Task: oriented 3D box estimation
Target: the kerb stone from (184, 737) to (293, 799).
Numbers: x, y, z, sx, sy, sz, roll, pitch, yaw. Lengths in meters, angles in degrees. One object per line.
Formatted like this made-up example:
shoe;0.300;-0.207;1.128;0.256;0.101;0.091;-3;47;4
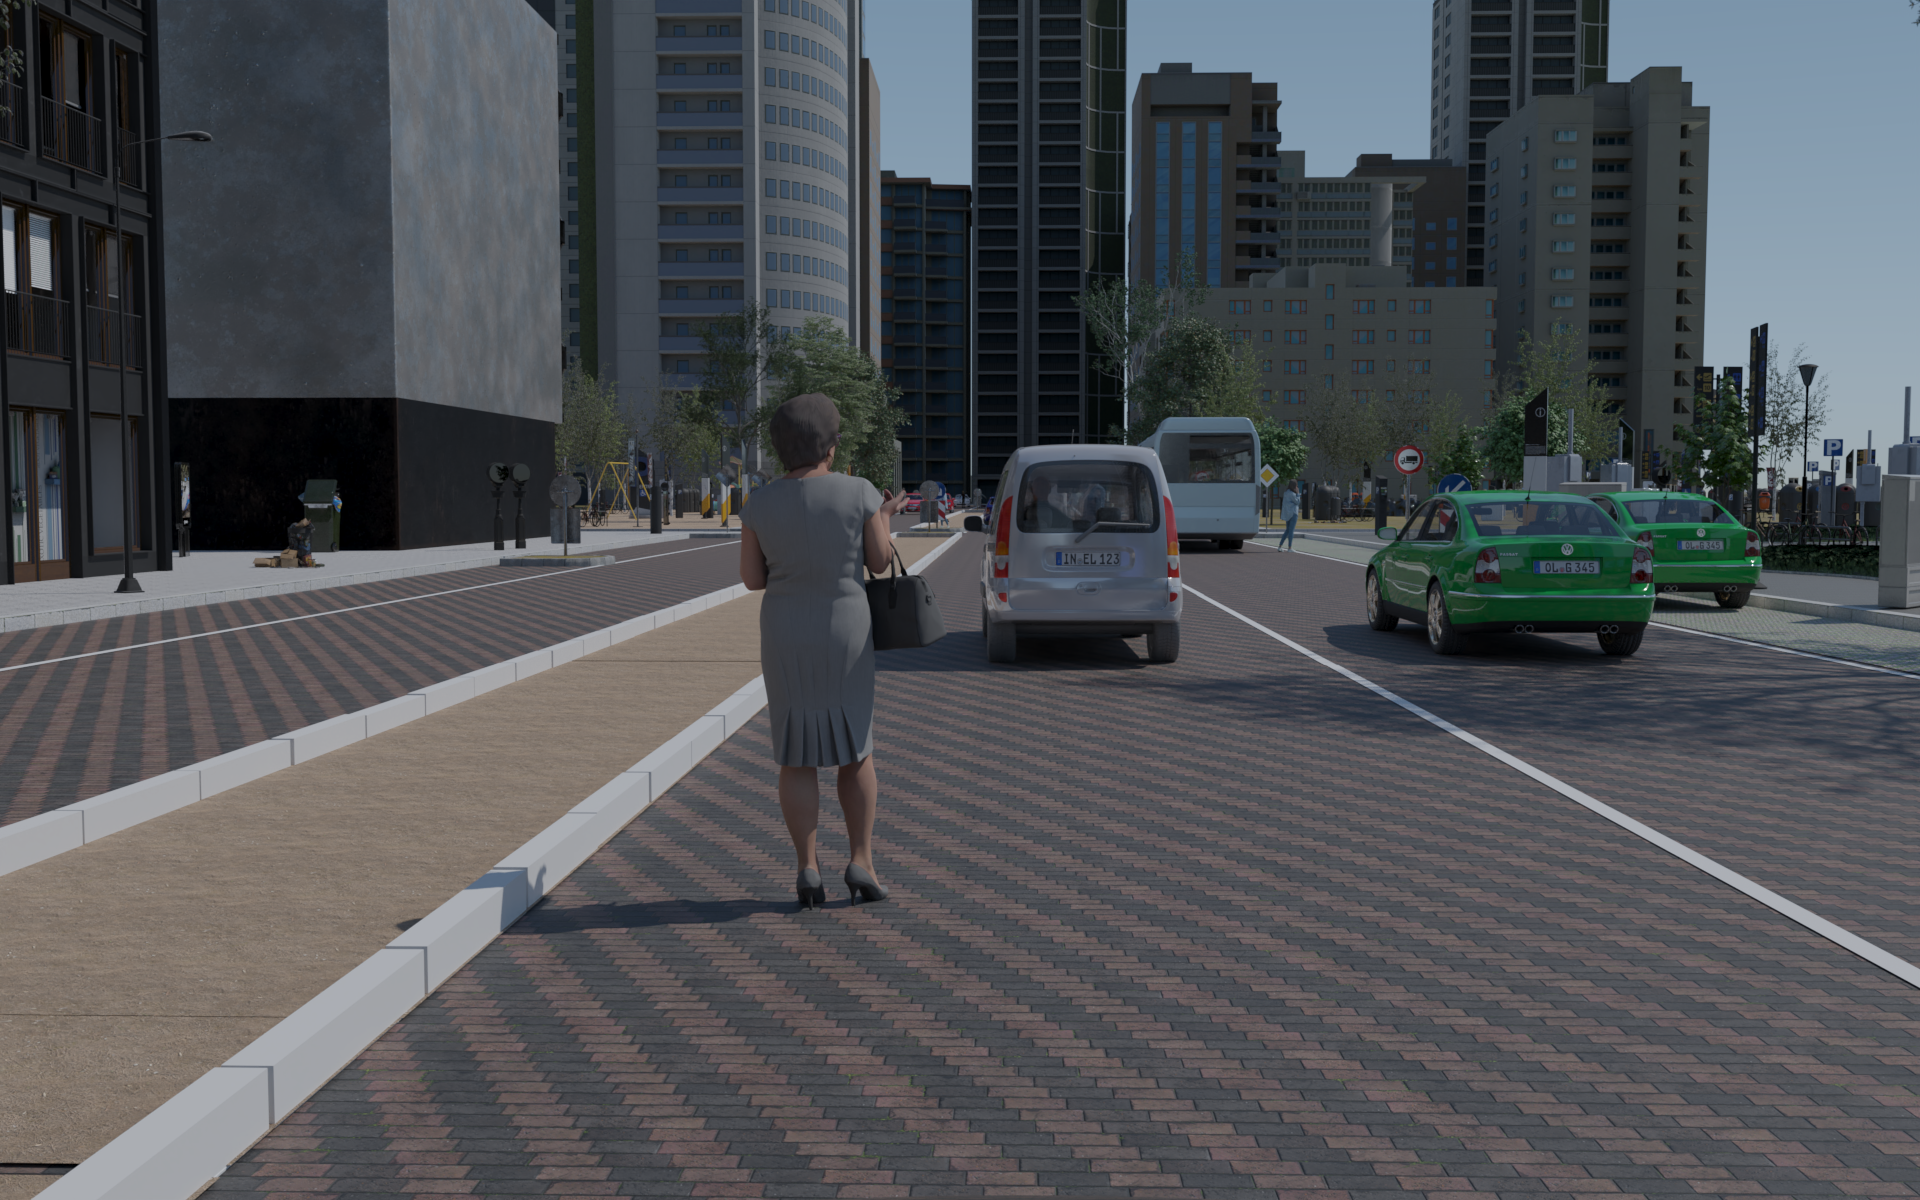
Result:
kerb stone;-3.577;0.838;8.562;0.120;0.150;1.000;0;4;2

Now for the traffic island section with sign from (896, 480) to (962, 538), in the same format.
traffic island section with sign;-1.057;-3.028;57.651;2.006;1.907;1.989;0;4;2

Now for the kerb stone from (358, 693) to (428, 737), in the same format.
kerb stone;-3.507;0.717;10.612;0.120;0.150;1.000;0;4;2

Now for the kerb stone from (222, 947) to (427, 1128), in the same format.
kerb stone;-1.593;1.094;4.410;0.120;0.150;1.000;0;4;2

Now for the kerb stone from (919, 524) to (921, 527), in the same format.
kerb stone;-1.765;-2.896;69.542;0.120;0.150;1.000;0;4;2

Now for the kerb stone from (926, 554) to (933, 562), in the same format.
kerb stone;-0.683;-0.791;35.147;0.120;0.150;1.000;0;4;2

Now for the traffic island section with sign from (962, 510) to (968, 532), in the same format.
traffic island section with sign;-0.828;-3.481;65.055;2.006;1.907;1.989;0;4;2

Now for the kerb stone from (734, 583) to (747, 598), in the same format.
kerb stone;-3.112;-0.107;23.947;0.120;0.150;1.000;0;4;2

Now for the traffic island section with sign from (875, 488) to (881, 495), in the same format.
traffic island section with sign;-5.657;-6.669;117.661;1.989;1.847;2.006;0;4;2

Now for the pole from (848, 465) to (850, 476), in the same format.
pole;-7.843;-7.859;122.343;0.158;3.312;0.155;0;3;0

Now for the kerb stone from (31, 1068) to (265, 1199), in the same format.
kerb stone;-1.624;1.152;3.382;0.120;0.150;1.000;0;4;2

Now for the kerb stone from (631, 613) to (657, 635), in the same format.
kerb stone;-3.304;0.269;17.793;0.120;0.150;1.000;0;4;2

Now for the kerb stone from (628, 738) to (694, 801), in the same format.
kerb stone;-1.471;0.837;8.506;0.120;0.150;1.000;0;4;2

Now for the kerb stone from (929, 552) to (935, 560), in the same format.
kerb stone;-0.654;-0.855;36.169;0.120;0.150;1.000;0;4;2

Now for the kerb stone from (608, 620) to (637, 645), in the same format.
kerb stone;-3.322;0.332;16.770;0.120;0.150;1.000;0;4;2

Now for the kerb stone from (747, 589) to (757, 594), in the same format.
kerb stone;-3.087;-0.167;24.968;0.120;0.150;1.000;0;4;2

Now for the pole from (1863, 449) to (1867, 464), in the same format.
pole;40.908;-5.165;78.291;0.158;3.312;0.155;0;3;0

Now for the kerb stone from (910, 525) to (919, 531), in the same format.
kerb stone;-1.797;-2.828;68.515;0.120;0.150;1.000;0;4;2

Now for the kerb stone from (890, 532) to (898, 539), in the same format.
kerb stone;-2.146;-2.112;56.734;0.120;0.150;1.000;0;4;2

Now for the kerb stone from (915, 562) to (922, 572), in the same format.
kerb stone;-0.803;-0.541;31.038;0.120;0.150;1.000;0;4;2

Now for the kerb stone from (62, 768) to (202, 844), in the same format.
kerb stone;-3.604;0.898;7.540;0.120;0.150;1.000;0;4;2

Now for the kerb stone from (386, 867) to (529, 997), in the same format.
kerb stone;-1.560;1.029;5.431;0.120;0.150;1.000;0;4;2

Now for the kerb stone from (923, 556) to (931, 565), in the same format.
kerb stone;-0.711;-0.729;34.123;0.120;0.150;1.000;0;4;2

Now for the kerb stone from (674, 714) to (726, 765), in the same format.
kerb stone;-1.444;0.779;9.532;0.120;0.150;1.000;0;4;2

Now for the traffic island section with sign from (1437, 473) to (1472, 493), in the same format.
traffic island section with sign;9.449;-1.561;34.158;1.989;1.847;2.006;0;4;2

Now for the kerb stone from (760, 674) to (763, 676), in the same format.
kerb stone;-1.346;0.591;12.604;0.120;0.150;1.000;0;4;2

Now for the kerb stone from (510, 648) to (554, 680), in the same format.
kerb stone;-3.418;0.521;13.677;0.120;0.150;1.000;0;4;2

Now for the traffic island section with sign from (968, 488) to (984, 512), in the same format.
traffic island section with sign;1.390;-8.075;140.161;2.006;1.907;1.989;0;4;2

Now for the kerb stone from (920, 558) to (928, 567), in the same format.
kerb stone;-0.744;-0.666;33.090;0.120;0.150;1.000;0;4;2

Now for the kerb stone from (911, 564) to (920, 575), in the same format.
kerb stone;-0.832;-0.478;30.017;0.120;0.150;1.000;0;4;2

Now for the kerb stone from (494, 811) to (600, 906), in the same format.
kerb stone;-1.531;0.963;6.458;0.120;0.150;1.000;0;4;2

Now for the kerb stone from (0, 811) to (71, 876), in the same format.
kerb stone;-3.630;0.959;6.519;0.120;0.150;1.000;0;4;2

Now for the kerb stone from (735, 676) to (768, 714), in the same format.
kerb stone;-1.381;0.649;11.577;0.120;0.150;1.000;0;4;2

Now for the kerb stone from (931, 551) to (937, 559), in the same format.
kerb stone;-0.625;-0.912;37.195;0.120;0.150;1.000;0;4;2

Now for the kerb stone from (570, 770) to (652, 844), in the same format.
kerb stone;-1.508;0.900;7.480;0.120;0.150;1.000;0;4;2

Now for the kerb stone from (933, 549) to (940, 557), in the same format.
kerb stone;-0.586;-0.980;38.222;0.120;0.150;1.000;0;4;2

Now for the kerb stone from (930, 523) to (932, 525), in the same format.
kerb stone;-1.486;-3.456;78.772;0.120;0.150;1.000;0;4;2

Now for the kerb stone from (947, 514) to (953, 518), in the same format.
kerb stone;-0.636;-5.214;107.490;0.120;0.150;1.000;0;4;2

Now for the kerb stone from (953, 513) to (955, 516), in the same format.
kerb stone;-0.581;-5.342;109.534;0.120;0.150;1.000;0;4;2

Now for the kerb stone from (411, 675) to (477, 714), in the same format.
kerb stone;-3.478;0.646;11.634;0.120;0.150;1.000;0;4;2

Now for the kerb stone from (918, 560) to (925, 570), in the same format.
kerb stone;-0.776;-0.603;32.061;0.120;0.150;1.000;0;4;2

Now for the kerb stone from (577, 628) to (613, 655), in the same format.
kerb stone;-3.355;0.395;15.741;0.120;0.150;1.000;0;4;2

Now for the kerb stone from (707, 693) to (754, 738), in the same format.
kerb stone;-1.407;0.712;10.554;0.120;0.150;1.000;0;4;2

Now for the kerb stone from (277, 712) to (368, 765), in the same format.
kerb stone;-3.538;0.771;9.590;0.120;0.150;1.000;0;4;2

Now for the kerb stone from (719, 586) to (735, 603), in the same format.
kerb stone;-3.147;-0.044;22.919;0.120;0.150;1.000;0;4;2

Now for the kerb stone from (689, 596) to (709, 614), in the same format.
kerb stone;-3.207;0.081;20.867;0.120;0.150;1.000;0;4;2

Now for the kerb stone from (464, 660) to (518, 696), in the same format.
kerb stone;-3.452;0.584;12.655;0.120;0.150;1.000;0;4;2

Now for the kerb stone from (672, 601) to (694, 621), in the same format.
kerb stone;-3.235;0.149;19.844;0.120;0.150;1.000;0;4;2

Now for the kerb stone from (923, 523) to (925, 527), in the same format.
kerb stone;-1.671;-3.084;72.616;0.120;0.150;1.000;0;4;2

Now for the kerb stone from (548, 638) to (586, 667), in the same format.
kerb stone;-3.382;0.459;14.706;0.120;0.150;1.000;0;4;2

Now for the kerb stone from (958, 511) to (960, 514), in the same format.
kerb stone;-0.273;-5.968;119.774;0.120;0.150;1.000;0;4;2

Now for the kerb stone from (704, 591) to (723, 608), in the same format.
kerb stone;-3.177;0.018;21.897;0.120;0.150;1.000;0;4;2

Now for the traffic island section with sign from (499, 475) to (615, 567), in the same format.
traffic island section with sign;-8.100;-1.624;35.173;1.989;1.847;2.006;0;4;2

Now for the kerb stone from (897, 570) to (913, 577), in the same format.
kerb stone;-0.892;-0.352;27.967;0.120;0.150;1.000;0;4;2

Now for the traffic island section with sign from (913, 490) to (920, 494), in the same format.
traffic island section with sign;-4.177;-9.705;167.302;1.989;1.847;2.006;0;4;2

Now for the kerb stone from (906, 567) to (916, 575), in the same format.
kerb stone;-0.864;-0.415;28.988;0.120;0.150;1.000;0;4;2

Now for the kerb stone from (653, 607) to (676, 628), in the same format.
kerb stone;-3.268;0.209;18.823;0.120;0.150;1.000;0;4;2
